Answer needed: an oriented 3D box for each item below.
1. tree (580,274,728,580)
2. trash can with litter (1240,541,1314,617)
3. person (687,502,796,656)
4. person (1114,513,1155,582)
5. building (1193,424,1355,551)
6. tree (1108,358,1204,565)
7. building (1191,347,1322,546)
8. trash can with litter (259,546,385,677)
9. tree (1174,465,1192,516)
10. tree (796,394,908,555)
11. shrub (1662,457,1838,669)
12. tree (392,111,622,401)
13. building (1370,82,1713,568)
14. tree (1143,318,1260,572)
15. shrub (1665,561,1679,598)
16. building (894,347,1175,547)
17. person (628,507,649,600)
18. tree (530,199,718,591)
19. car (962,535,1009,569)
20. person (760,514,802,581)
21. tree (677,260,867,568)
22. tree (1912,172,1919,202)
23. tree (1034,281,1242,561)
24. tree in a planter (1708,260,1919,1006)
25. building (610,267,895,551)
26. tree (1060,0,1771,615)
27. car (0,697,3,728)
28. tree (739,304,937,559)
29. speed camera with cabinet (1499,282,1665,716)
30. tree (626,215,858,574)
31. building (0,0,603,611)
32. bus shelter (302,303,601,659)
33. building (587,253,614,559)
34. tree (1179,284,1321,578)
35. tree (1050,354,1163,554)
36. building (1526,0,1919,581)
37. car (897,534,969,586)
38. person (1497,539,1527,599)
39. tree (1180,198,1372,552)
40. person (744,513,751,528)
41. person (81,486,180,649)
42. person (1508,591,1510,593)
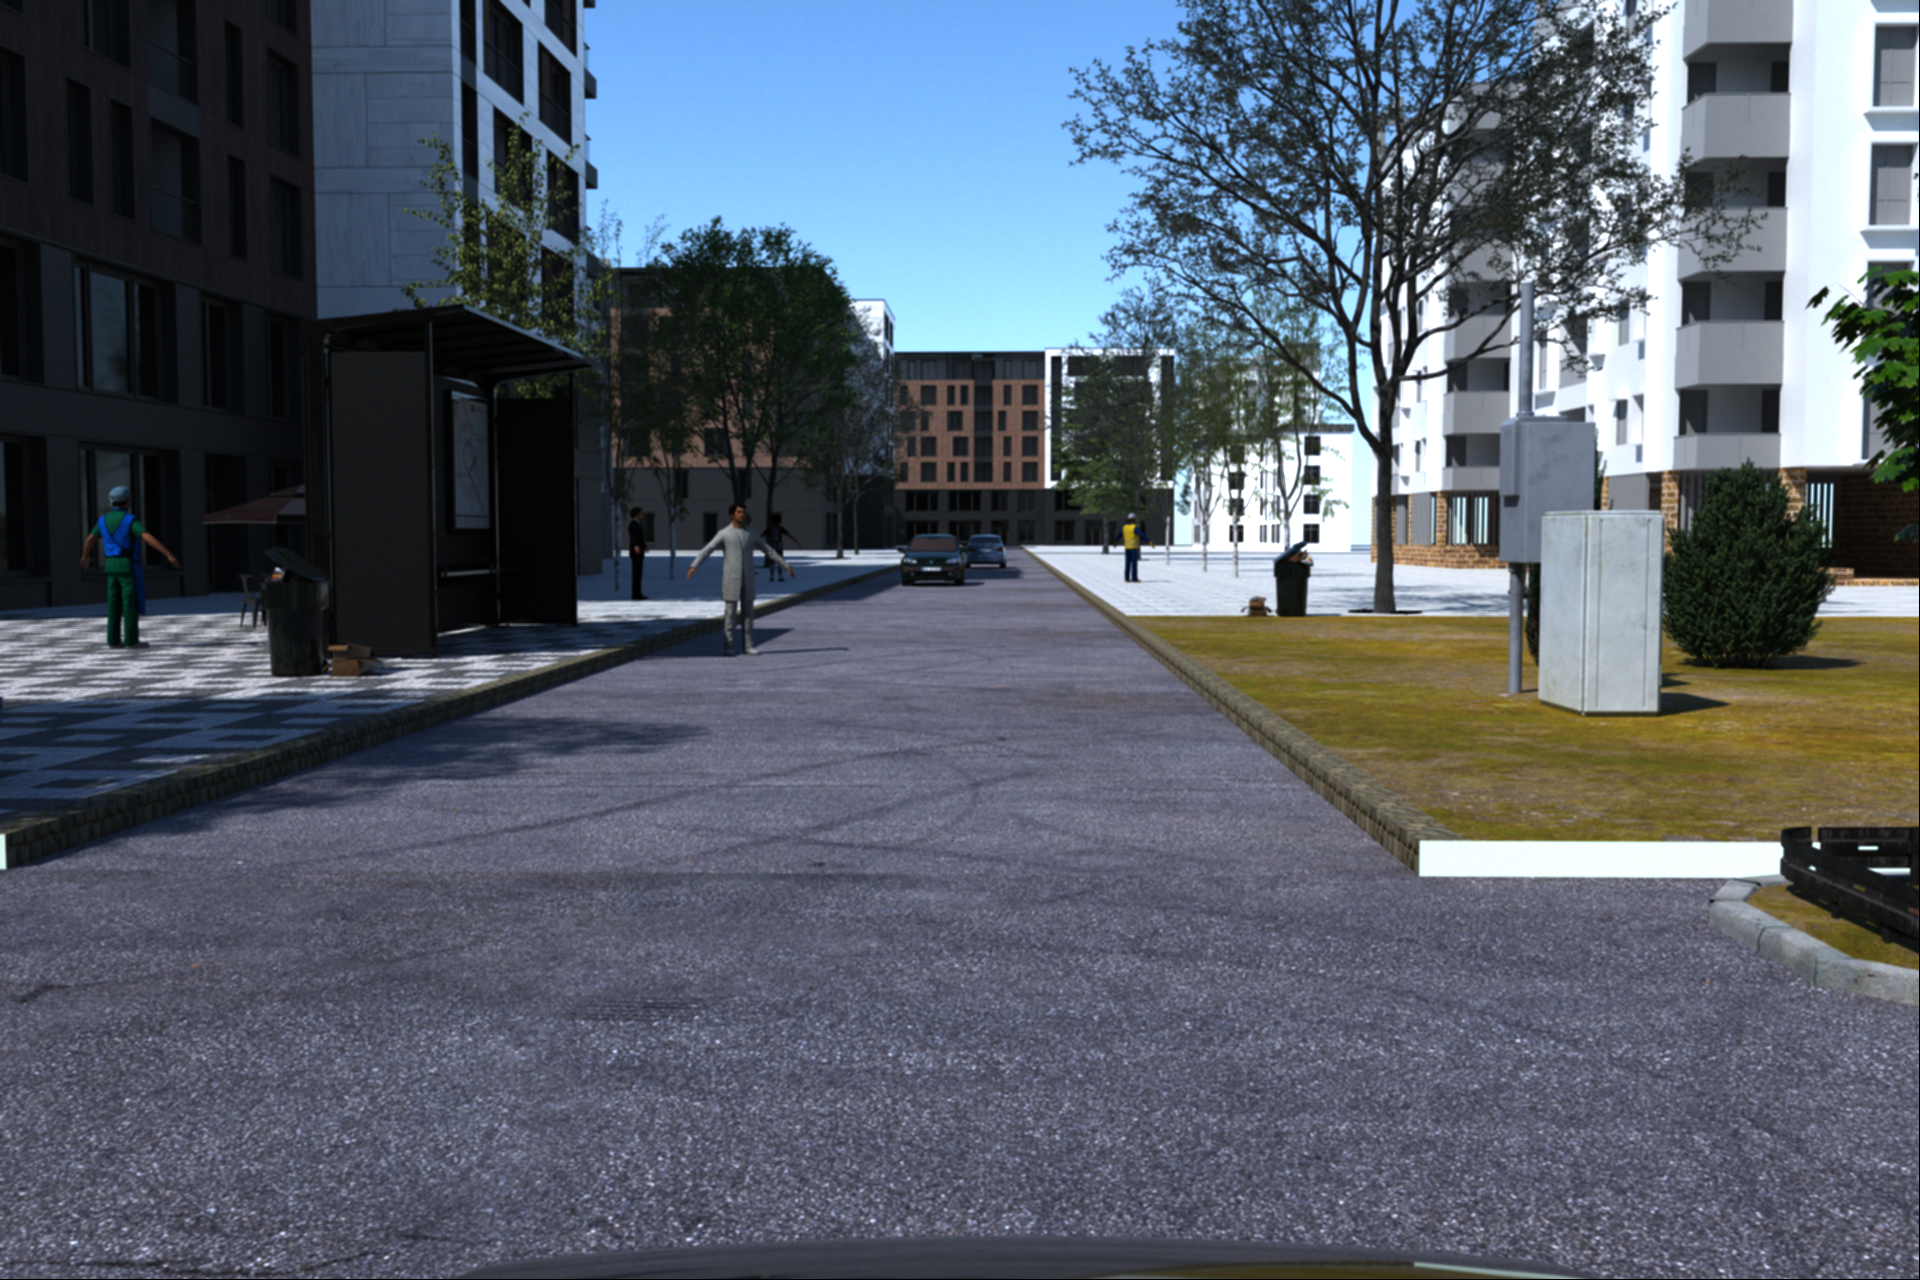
[{"bbox_3d":[-7.889,-6.010,48.627,4.360,8.622,3.978,0,3,0],"label":"tree"},{"bbox_3d":[4.924,-0.949,26.909,1.055,1.170,0.624,0,4,1],"label":"trash can with litter"},{"bbox_3d":[-2.606,-0.725,20.501,1.347,1.806,0.705,-2,4,-28],"label":"person"},{"bbox_3d":[4.586,-2.455,46.104,1.349,1.833,0.705,3,5,44],"label":"person"},{"bbox_3d":[25.703,-12.470,146.024,9.099,9.664,28.070,0,4,1],"label":"building"},{"bbox_3d":[8.717,-7.411,71.531,4.360,8.622,3.978,0,3,0],"label":"tree"},{"bbox_3d":[29.634,-19.977,183.049,16.016,20.090,11.380,0,4,1],"label":"building"},{"bbox_3d":[-5.789,-0.267,15.760,1.055,1.170,0.624,0,4,3],"label":"trash can with litter"},{"bbox_3d":[27.991,-16.119,197.965,7.601,10.594,8.767,0,4,1],"label":"tree"},{"bbox_3d":[-6.739,-10.582,107.421,7.601,10.594,8.767,-2,4,-32],"label":"tree"},{"bbox_3d":[7.521,-0.751,16.704,1.690,2.028,1.600,0,3,0],"label":"shrub"},{"bbox_3d":[-8.220,-4.936,31.074,4.737,8.622,4.395,0,3,0],"label":"tree"},{"bbox_3d":[23.580,-13.452,76.367,16.016,20.090,11.380,0,4,1],"label":"building"},{"bbox_3d":[8.366,-6.632,58.793,4.360,8.622,3.978,0,3,0],"label":"tree"},{"bbox_3d":[11.416,-0.968,26.936,1.383,1.207,1.383,0,3,0],"label":"shrub"},{"bbox_3d":[7.675,-21.801,202.871,32.646,21.610,27.936,0,4,2],"label":"building"},{"bbox_3d":[-6.291,-1.696,33.913,0.705,1.806,1.347,0,4,-3],"label":"person"},{"bbox_3d":[-7.985,-5.423,39.025,4.360,8.622,3.978,0,3,0],"label":"tree"},{"bbox_3d":[1.060,-3.722,72.863,2.014,1.417,4.499,0,4,1],"label":"car"},{"bbox_3d":[-4.977,-2.498,46.987,1.345,1.843,0.704,0,4,6],"label":"person"},{"bbox_3d":[-7.098,-8.542,65.424,9.928,11.665,9.643,0,3,0],"label":"tree"},{"bbox_3d":[18.660,-5.521,24.673,8.767,10.594,7.601,1,4,11],"label":"tree"},{"bbox_3d":[8.705,-10.617,83.954,12.009,13.543,11.850,0,3,0],"label":"tree"},{"bbox_3d":[3.727,-0.527,5.843,1.991,3.239,1.994,0,4,2],"label":"tree in a planter"},{"bbox_3d":[-20.598,-18.664,149.128,27.936,21.610,32.646,0,4,2],"label":"building"},{"bbox_3d":[6.757,-7.170,27.592,12.009,13.543,11.850,0,3,0],"label":"tree"},{"bbox_3d":[-5.795,0.331,7.169,1.945,1.354,3.894,0,4,2],"label":"car"},{"bbox_3d":[-6.113,-10.942,89.267,12.009,13.543,11.850,0,3,0],"label":"tree"},{"bbox_3d":[4.653,-1.145,13.053,0.660,3.252,2.038,0,4,0],"label":"speed camera with cabinet"},{"bbox_3d":[-7.057,-7.947,55.691,9.928,11.665,9.643,0,3,0],"label":"tree"},{"bbox_3d":[-26.061,-11.967,39.639,27.936,21.610,32.646,0,4,2],"label":"building"},{"bbox_3d":[-5.846,-1.806,20.806,1.731,3.624,6.357,0,4,1],"label":"bus shelter"},{"bbox_3d":[-26.687,-12.733,74.637,16.747,18.905,31.486,0,4,1],"label":"building"},{"bbox_3d":[8.071,-6.152,50.952,4.360,8.622,3.978,0,3,0],"label":"tree"},{"bbox_3d":[9.305,-11.697,109.375,7.486,12.596,7.792,0,3,0],"label":"tree"},{"bbox_3d":[23.662,-12.147,55.023,16.016,20.090,11.380,0,4,1],"label":"building"},{"bbox_3d":[-0.740,-2.406,49.131,2.009,1.686,4.222,0,4,1],"label":"car"},{"bbox_3d":[11.191,-1.732,34.597,0.705,1.796,1.348,-2,4,-29],"label":"person"},{"bbox_3d":[7.250,-5.335,37.584,4.360,8.622,3.978,0,3,0],"label":"tree"},{"bbox_3d":[-5.305,-2.267,43.201,0.705,1.813,1.348,0,4,-4],"label":"person"},{"bbox_3d":[-9.379,-0.815,19.460,1.347,1.817,0.704,1,4,18],"label":"person"},{"bbox_3d":[12.007,-1.929,37.301,0.705,1.858,1.354,2,4,34],"label":"person"}]
